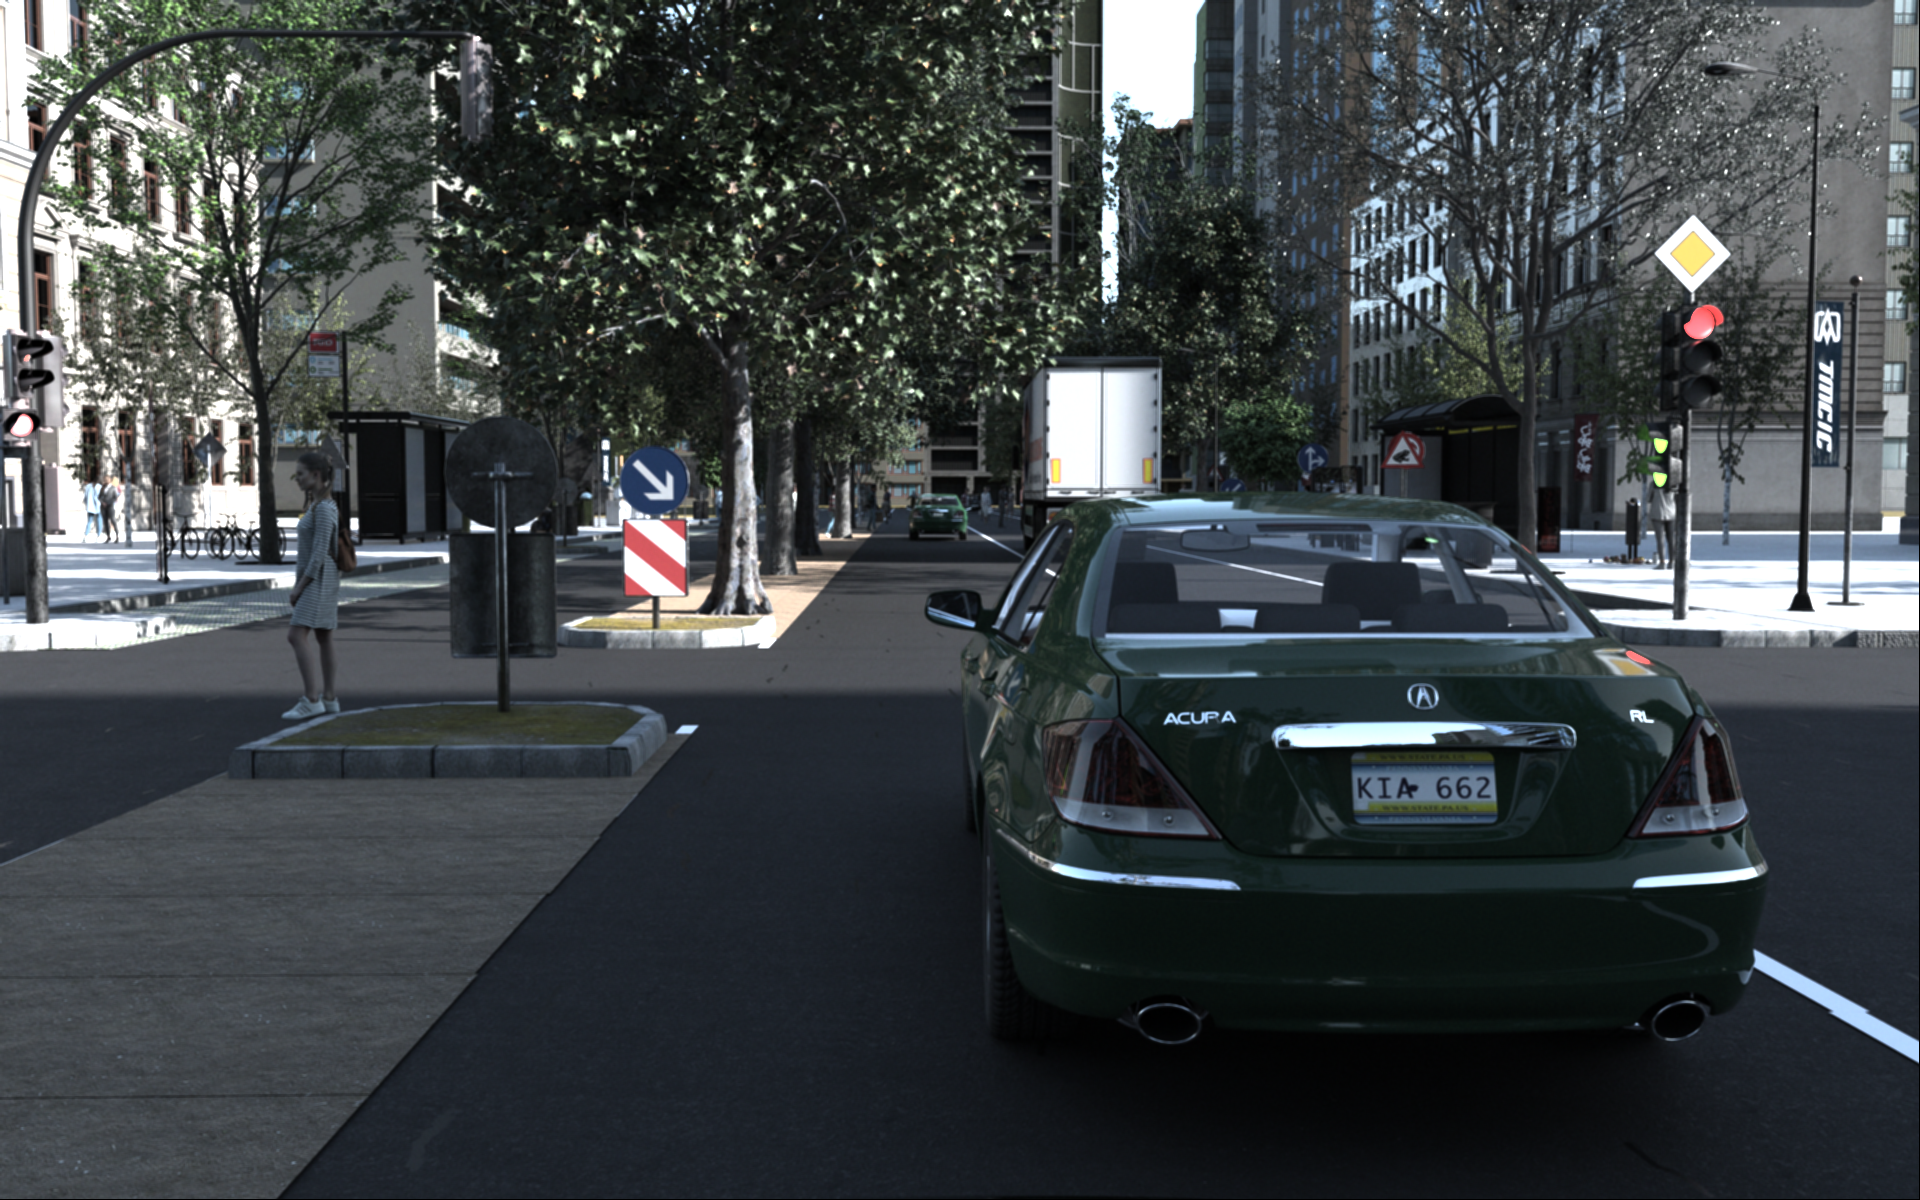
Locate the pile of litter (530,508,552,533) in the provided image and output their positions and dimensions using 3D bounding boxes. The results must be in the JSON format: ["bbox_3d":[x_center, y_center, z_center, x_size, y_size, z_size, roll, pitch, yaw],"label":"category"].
[{"bbox_3d":[-13.040,-2.538,55.459,1.719,0.858,1.176,-2,4,-35],"label":"pile of litter"}]

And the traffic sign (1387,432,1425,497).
[{"bbox_3d":[9.155,-2.173,35.631,0.768,2.556,0.104,0,4,1],"label":"traffic sign"}]

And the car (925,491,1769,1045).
[{"bbox_3d":[0.942,0.355,5.995,2.131,1.459,4.920,0,4,-1],"label":"car"}]

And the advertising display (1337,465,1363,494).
[{"bbox_3d":[8.804,-2.069,39.037,0.123,1.923,0.974,-1,4,-11],"label":"advertising display"}]

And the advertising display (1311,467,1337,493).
[{"bbox_3d":[8.829,-2.223,41.559,0.974,1.923,0.123,-2,4,-31],"label":"advertising display"}]

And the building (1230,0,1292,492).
[{"bbox_3d":[30.544,-35.689,125.515,21.231,58.520,28.212,0,4,-2],"label":"building"}]

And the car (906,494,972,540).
[{"bbox_3d":[-0.681,-2.658,55.261,2.131,1.459,4.920,0,4,0],"label":"car"}]

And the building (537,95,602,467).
[{"bbox_3d":[-45.513,-31.885,140.935,30.456,49.044,23.786,0,4,-2],"label":"building"}]

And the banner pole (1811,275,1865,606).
[{"bbox_3d":[10.029,-1.824,19.847,0.863,3.779,0.401,-1,4,-18],"label":"banner pole"}]

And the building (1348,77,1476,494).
[{"bbox_3d":[26.450,-14.088,85.086,10.420,20.320,16.860,0,4,-2],"label":"building"}]

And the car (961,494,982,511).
[{"bbox_3d":[1.085,-7.505,132.497,2.009,1.686,4.222,0,4,-1],"label":"car"}]

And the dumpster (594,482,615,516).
[{"bbox_3d":[-17.770,-4.867,85.326,1.264,1.857,1.865,0,4,-2],"label":"dumpster"}]

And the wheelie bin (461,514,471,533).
[{"bbox_3d":[-15.539,-2.818,53.980,0.693,1.594,0.980,-1,4,-12],"label":"wheelie bin"}]

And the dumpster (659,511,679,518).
[{"bbox_3d":[-15.310,-5.358,90.093,1.502,2.255,1.985,0,4,-2],"label":"dumpster"}]

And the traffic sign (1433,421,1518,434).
[{"bbox_3d":[12.341,-2.887,41.079,2.265,3.308,0.079,0,4,1],"label":"traffic sign"}]

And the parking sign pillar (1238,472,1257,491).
[{"bbox_3d":[9.348,-4.154,56.395,1.447,3.967,1.447,0,3,0],"label":"parking sign pillar"}]

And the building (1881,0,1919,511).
[{"bbox_3d":[61.440,-33.775,141.452,27.495,52.752,28.713,0,4,-2],"label":"building"}]

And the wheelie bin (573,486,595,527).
[{"bbox_3d":[-14.815,-3.688,68.214,0.980,1.594,0.693,2,4,34],"label":"wheelie bin"}]

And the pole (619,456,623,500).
[{"bbox_3d":[-17.966,-5.994,91.842,0.158,3.312,0.155,0,3,0],"label":"pole"}]

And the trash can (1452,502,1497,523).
[{"bbox_3d":[8.820,-1.105,29.716,0.748,1.137,0.748,0,3,0],"label":"trash can"}]

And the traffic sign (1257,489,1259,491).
[{"bbox_3d":[12.232,-4.346,71.060,0.884,2.594,0.081,0,4,7],"label":"traffic sign"}]

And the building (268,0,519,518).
[{"bbox_3d":[-39.020,-29.247,101.887,21.300,48.544,21.600,0,4,-2],"label":"building"}]

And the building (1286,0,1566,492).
[{"bbox_3d":[28.302,-27.802,104.674,14.600,45.320,14.200,0,4,-2],"label":"building"}]

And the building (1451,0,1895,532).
[{"bbox_3d":[26.698,-13.357,67.534,9.793,20.994,18.267,0,4,-2],"label":"building"}]

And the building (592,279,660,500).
[{"bbox_3d":[-40.697,-25.948,195.946,14.107,30.474,14.160,0,4,-2],"label":"building"}]

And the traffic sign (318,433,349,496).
[{"bbox_3d":[-13.474,-2.263,36.999,0.884,2.594,0.081,0,4,6],"label":"traffic sign"}]

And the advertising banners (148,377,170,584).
[{"bbox_3d":[-11.767,-1.788,25.414,0.090,3.025,2.074,-2,4,-29],"label":"advertising banners"}]

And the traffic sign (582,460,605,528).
[{"bbox_3d":[-14.012,-4.045,66.142,0.884,2.594,0.081,0,4,1],"label":"traffic sign"}]

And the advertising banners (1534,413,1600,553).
[{"bbox_3d":[12.892,-2.555,37.960,2.074,3.025,0.090,1,4,21],"label":"advertising banners"}]

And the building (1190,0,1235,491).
[{"bbox_3d":[26.567,-28.345,147.042,14.154,41.232,14.086,0,4,-2],"label":"building"}]

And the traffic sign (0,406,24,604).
[{"bbox_3d":[-11.114,-1.101,20.129,0.606,2.300,0.079,0,4,3],"label":"traffic sign"}]

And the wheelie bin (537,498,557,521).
[{"bbox_3d":[-16.167,-3.662,67.781,0.980,1.594,0.693,1,4,15],"label":"wheelie bin"}]

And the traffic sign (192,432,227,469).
[{"bbox_3d":[-15.952,-2.269,36.823,0.795,2.593,0.064,0,4,5],"label":"traffic sign"}]

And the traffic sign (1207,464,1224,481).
[{"bbox_3d":[10.555,-4.399,71.927,0.884,2.594,0.081,0,4,8],"label":"traffic sign"}]

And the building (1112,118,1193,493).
[{"bbox_3d":[31.202,-33.461,201.712,28.867,44.769,22.147,0,4,-2],"label":"building"}]

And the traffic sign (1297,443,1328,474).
[{"bbox_3d":[8.830,-2.649,43.416,0.768,2.556,0.104,0,4,5],"label":"traffic sign"}]

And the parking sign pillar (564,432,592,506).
[{"bbox_3d":[-15.609,-5.006,70.312,1.447,3.967,1.447,-2,4,-30],"label":"parking sign pillar"}]

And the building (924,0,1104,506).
[{"bbox_3d":[6.034,-46.540,199.185,20.611,71.187,20.563,0,4,-2],"label":"building"}]

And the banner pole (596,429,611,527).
[{"bbox_3d":[-13.776,-4.700,66.860,0.401,3.779,0.863,2,4,34],"label":"banner pole"}]

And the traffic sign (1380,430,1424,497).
[{"bbox_3d":[9.026,-2.165,35.408,0.884,2.594,0.081,0,4,5],"label":"traffic sign"}]

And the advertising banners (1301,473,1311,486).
[{"bbox_3d":[11.904,-3.692,56.553,0.090,3.025,2.074,-3,5,-43],"label":"advertising banners"}]

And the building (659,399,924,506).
[{"bbox_3d":[-18.798,-21.887,202.890,28.899,21.520,27.650,0,4,-2],"label":"building"}]

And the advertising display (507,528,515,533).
[{"bbox_3d":[-12.572,-2.645,48.458,0.123,1.923,0.974,-2,4,-25],"label":"advertising display"}]

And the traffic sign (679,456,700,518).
[{"bbox_3d":[-14.971,-6.016,92.241,2.265,3.308,0.079,0,4,6],"label":"traffic sign"}]
